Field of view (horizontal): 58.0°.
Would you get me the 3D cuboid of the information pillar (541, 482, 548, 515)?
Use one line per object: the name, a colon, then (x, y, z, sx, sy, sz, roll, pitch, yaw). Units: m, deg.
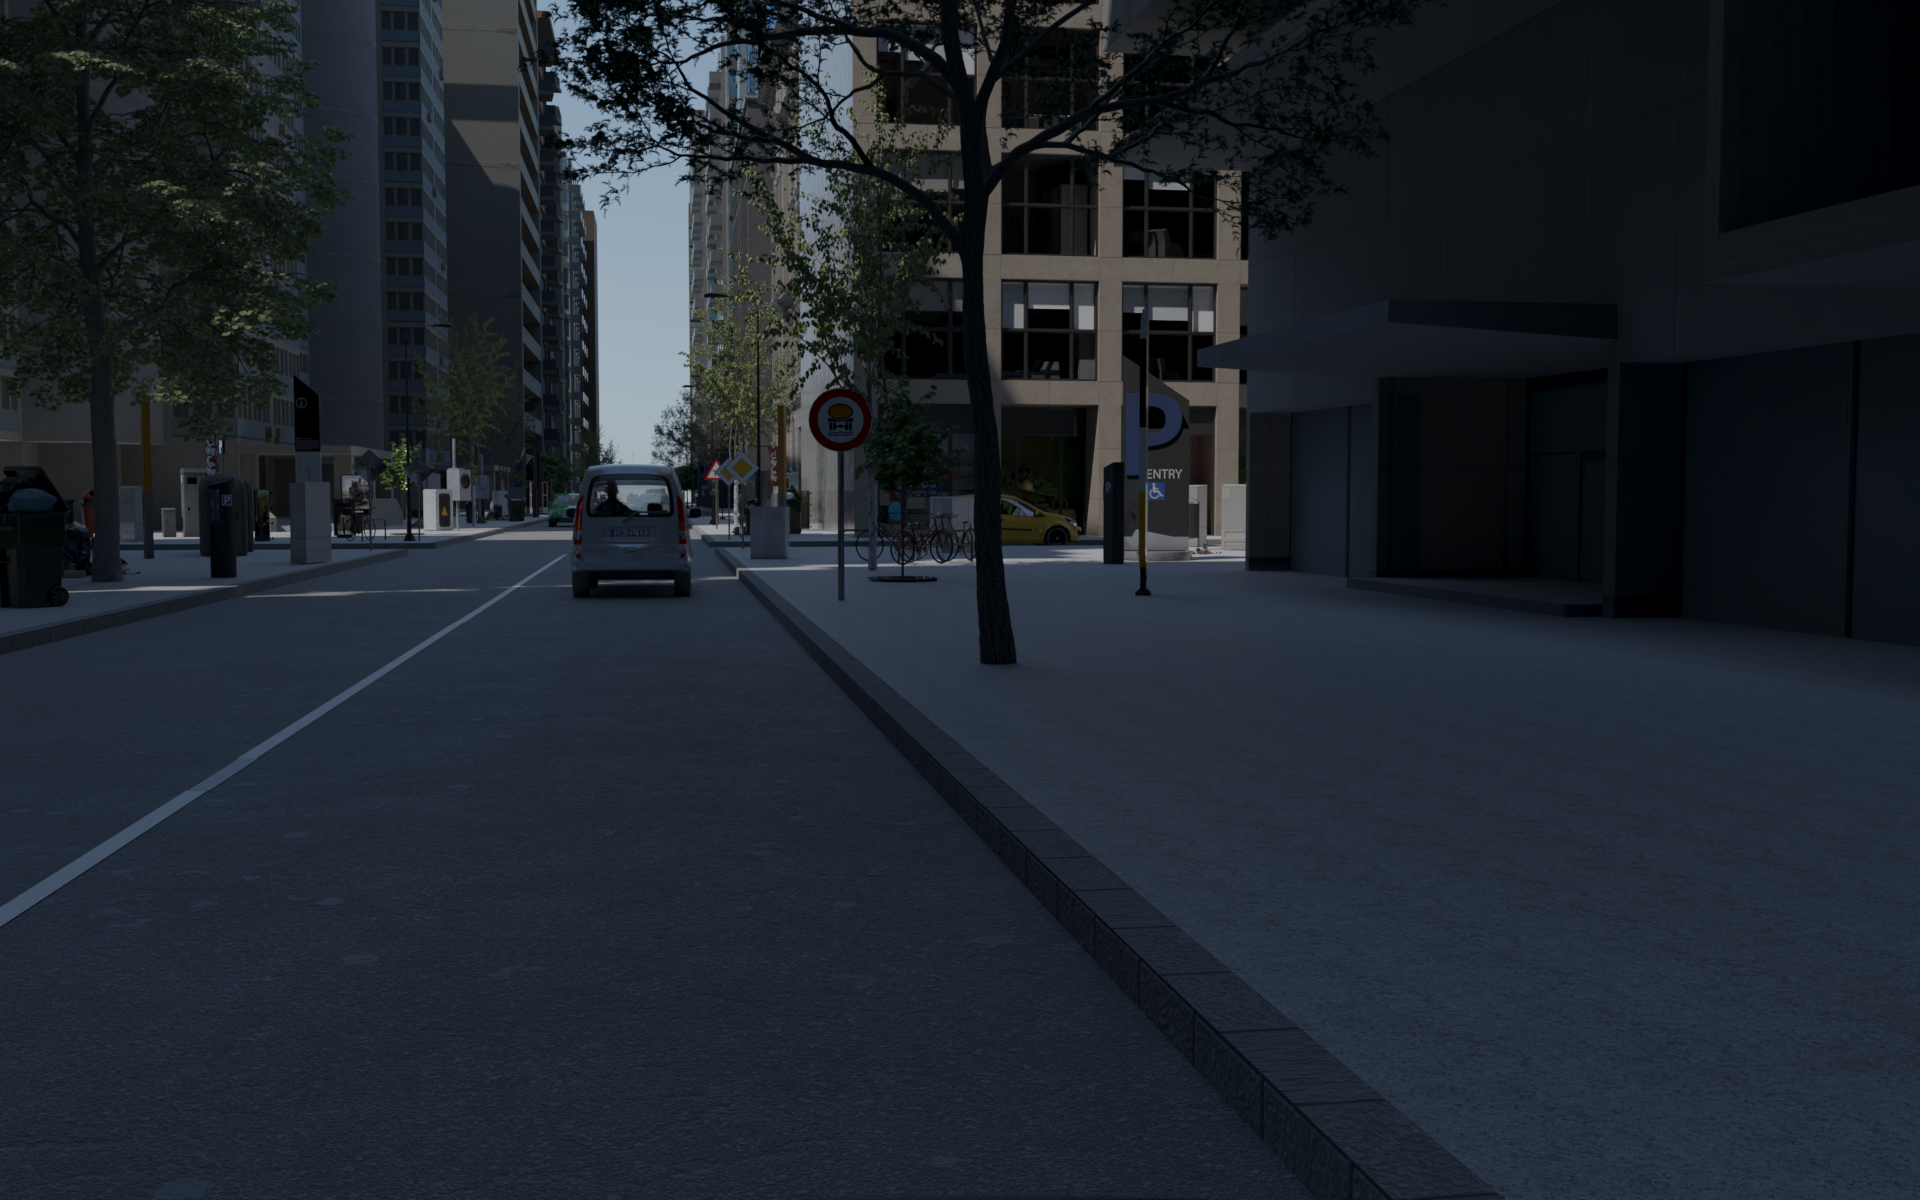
information pillar: (-25.148, -6.137, 104.836, 0.304, 2.012, 0.304, -2, 4, -27)

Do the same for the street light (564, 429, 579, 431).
street light: (-27.646, -9.182, 122.670, 1.470, 5.913, 1.316, -1, 4, -10)

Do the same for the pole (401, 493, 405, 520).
pole: (-27.500, -5.605, 85.485, 0.158, 3.312, 0.155, 0, 3, 0)

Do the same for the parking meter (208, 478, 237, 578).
parking meter: (-11.321, -1.112, 26.588, 0.372, 1.533, 0.369, 0, 3, 0)

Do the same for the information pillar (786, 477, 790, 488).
information pillar: (-7.640, -4.344, 75.524, 0.304, 2.012, 0.304, 3, 4, 37)

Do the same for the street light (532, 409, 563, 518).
street light: (-22.693, -7.469, 94.657, 1.470, 5.913, 1.316, -1, 4, -10)

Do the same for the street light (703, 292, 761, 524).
street light: (-5.215, -4.136, 40.161, 1.470, 5.913, 1.316, -1, 4, -10)

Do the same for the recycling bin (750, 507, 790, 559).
recycling bin: (-3.783, -1.343, 34.508, 0.722, 1.027, 0.722, 0, 4, 0)

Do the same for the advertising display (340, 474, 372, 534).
advertising display: (-19.594, -3.120, 56.226, 0.974, 1.923, 0.123, -2, 4, -31)

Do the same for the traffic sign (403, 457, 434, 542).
traffic sign: (-14.596, -2.634, 46.712, 0.795, 2.450, 0.064, -1, 4, -10)

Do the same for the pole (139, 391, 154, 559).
pole: (-16.091, -2.472, 34.265, 0.158, 3.312, 0.155, 0, 3, 0)

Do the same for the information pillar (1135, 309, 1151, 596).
information pillar: (2.314, -1.863, 21.821, 0.183, 3.616, 0.504, 1, 4, 9)

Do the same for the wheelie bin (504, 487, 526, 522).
wheelie bin: (-21.151, -4.573, 82.675, 0.980, 1.594, 0.693, 3, 4, 39)

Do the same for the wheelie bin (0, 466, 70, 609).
wheelie bin: (-10.568, -0.716, 19.617, 0.980, 1.594, 0.693, 2, 4, 26)

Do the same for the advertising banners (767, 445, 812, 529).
advertising banners: (-6.207, -4.093, 63.103, 0.090, 3.025, 2.074, 3, 5, 44)

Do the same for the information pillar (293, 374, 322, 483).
information pillar: (-12.776, -2.603, 33.918, 0.504, 3.616, 0.183, -1, 4, -11)

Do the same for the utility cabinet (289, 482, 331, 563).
utility cabinet: (-12.035, -1.430, 32.064, 0.318, 1.500, 1.173, 0, 4, 1)

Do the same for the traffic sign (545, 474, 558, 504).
traffic sign: (-26.148, -6.775, 110.870, 0.768, 2.556, 0.104, 0, 4, -1)

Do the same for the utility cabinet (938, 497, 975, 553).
utility cabinet: (0.012, -1.650, 38.147, 0.306, 1.237, 1.020, 3, 4, 37)

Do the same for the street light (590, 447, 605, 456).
street light: (-35.875, -12.084, 170.118, 1.470, 5.913, 1.316, -1, 4, -10)

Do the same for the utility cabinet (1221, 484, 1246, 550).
utility cabinet: (6.544, -1.873, 39.300, 1.173, 1.500, 0.318, 1, 4, 21)

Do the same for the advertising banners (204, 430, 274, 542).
advertising banners: (-19.273, -3.057, 46.168, 0.090, 3.025, 2.074, 2, 4, 34)

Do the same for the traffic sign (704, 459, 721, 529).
traffic sign: (-8.927, -3.883, 63.491, 0.884, 2.594, 0.081, -1, 4, -9)

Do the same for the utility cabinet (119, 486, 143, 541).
utility cabinet: (-22.505, -2.345, 47.021, 1.173, 1.500, 0.318, 3, 5, 44)

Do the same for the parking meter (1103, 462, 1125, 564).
parking meter: (2.815, -1.592, 31.739, 0.255, 1.863, 0.399, -2, 4, -27)

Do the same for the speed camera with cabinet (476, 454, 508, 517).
speed camera with cabinet: (-23.271, -5.631, 86.410, 2.038, 3.252, 0.660, -3, 5, -41)

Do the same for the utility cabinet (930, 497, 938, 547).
utility cabinet: (-0.198, -1.883, 41.941, 1.020, 1.237, 0.306, -1, 4, -20)

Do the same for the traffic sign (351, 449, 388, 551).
traffic sign: (-13.230, -2.153, 38.844, 0.795, 2.450, 0.064, -1, 4, -10)

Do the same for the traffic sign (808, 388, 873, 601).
traffic sign: (-1.432, -1.268, 20.830, 0.768, 2.556, 0.104, 0, 4, -2)

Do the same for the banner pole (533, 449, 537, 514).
banner pole: (-23.581, -6.490, 96.124, 0.401, 3.779, 0.863, 0, 4, 0)

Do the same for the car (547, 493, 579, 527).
car: (-17.255, -4.151, 76.661, 1.959, 1.807, 4.718, -1, 4, -10)

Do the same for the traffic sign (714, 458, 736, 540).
traffic sign: (-6.420, -2.719, 48.105, 0.795, 2.450, 0.064, -1, 4, -10)

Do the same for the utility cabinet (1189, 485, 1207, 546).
utility cabinet: (5.585, -2.065, 42.436, 0.318, 1.500, 1.173, -2, 4, -26)

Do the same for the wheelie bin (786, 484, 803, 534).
wheelie bin: (-5.403, -2.913, 55.543, 0.693, 1.594, 0.980, -1, 4, -11)

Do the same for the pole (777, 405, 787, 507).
pole: (-4.096, -2.816, 39.886, 0.158, 3.312, 0.155, 0, 3, 0)

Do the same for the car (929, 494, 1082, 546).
car: (1.204, -2.157, 45.491, 3.980, 1.641, 2.015, -1, 4, -11)

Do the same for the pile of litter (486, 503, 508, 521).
pile of litter: (-22.262, -4.287, 84.050, 1.719, 0.858, 1.176, -2, 4, -29)

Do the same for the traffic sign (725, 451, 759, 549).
traffic sign: (-5.054, -2.238, 40.237, 0.795, 2.450, 0.064, -1, 4, -10)

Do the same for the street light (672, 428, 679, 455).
street light: (-19.351, -9.111, 121.502, 1.470, 5.913, 1.316, -1, 4, -10)

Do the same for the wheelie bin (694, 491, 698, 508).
wheelie bin: (-15.455, -5.820, 103.058, 0.693, 1.594, 0.980, -1, 4, -13)

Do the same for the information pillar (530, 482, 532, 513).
information pillar: (-25.288, -5.998, 102.566, 0.304, 2.012, 0.304, -2, 4, -25)

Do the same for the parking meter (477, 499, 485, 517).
parking meter: (-25.095, -5.036, 90.745, 0.372, 1.533, 0.369, 0, 3, 0)

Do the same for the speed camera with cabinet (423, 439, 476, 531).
speed camera with cabinet: (-18.114, -4.089, 61.195, 0.660, 3.252, 2.038, 1, 4, 20)

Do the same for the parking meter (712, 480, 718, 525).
parking meter: (-10.112, -4.023, 71.492, 0.255, 1.863, 0.399, 0, 4, -6)

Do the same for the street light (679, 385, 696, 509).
street light: (-11.109, -6.197, 73.863, 1.470, 5.913, 1.316, -1, 4, -10)

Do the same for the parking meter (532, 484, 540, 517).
parking meter: (-24.085, -5.668, 98.382, 0.399, 1.863, 0.255, -1, 4, -19)

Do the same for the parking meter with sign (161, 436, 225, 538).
parking meter with sign: (-22.825, -3.383, 51.567, 1.738, 3.016, 0.543, -2, 4, -32)

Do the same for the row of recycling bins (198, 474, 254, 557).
row of recycling bins: (-15.686, -1.827, 36.991, 1.069, 1.692, 3.534, -1, 4, -19)

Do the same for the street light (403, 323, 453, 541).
street light: (-14.456, -4.559, 47.083, 1.470, 5.913, 1.316, -1, 4, -10)

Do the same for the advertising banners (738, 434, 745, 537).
advertising banners: (-6.440, -3.358, 51.099, 0.090, 3.025, 2.074, -1, 4, -11)
